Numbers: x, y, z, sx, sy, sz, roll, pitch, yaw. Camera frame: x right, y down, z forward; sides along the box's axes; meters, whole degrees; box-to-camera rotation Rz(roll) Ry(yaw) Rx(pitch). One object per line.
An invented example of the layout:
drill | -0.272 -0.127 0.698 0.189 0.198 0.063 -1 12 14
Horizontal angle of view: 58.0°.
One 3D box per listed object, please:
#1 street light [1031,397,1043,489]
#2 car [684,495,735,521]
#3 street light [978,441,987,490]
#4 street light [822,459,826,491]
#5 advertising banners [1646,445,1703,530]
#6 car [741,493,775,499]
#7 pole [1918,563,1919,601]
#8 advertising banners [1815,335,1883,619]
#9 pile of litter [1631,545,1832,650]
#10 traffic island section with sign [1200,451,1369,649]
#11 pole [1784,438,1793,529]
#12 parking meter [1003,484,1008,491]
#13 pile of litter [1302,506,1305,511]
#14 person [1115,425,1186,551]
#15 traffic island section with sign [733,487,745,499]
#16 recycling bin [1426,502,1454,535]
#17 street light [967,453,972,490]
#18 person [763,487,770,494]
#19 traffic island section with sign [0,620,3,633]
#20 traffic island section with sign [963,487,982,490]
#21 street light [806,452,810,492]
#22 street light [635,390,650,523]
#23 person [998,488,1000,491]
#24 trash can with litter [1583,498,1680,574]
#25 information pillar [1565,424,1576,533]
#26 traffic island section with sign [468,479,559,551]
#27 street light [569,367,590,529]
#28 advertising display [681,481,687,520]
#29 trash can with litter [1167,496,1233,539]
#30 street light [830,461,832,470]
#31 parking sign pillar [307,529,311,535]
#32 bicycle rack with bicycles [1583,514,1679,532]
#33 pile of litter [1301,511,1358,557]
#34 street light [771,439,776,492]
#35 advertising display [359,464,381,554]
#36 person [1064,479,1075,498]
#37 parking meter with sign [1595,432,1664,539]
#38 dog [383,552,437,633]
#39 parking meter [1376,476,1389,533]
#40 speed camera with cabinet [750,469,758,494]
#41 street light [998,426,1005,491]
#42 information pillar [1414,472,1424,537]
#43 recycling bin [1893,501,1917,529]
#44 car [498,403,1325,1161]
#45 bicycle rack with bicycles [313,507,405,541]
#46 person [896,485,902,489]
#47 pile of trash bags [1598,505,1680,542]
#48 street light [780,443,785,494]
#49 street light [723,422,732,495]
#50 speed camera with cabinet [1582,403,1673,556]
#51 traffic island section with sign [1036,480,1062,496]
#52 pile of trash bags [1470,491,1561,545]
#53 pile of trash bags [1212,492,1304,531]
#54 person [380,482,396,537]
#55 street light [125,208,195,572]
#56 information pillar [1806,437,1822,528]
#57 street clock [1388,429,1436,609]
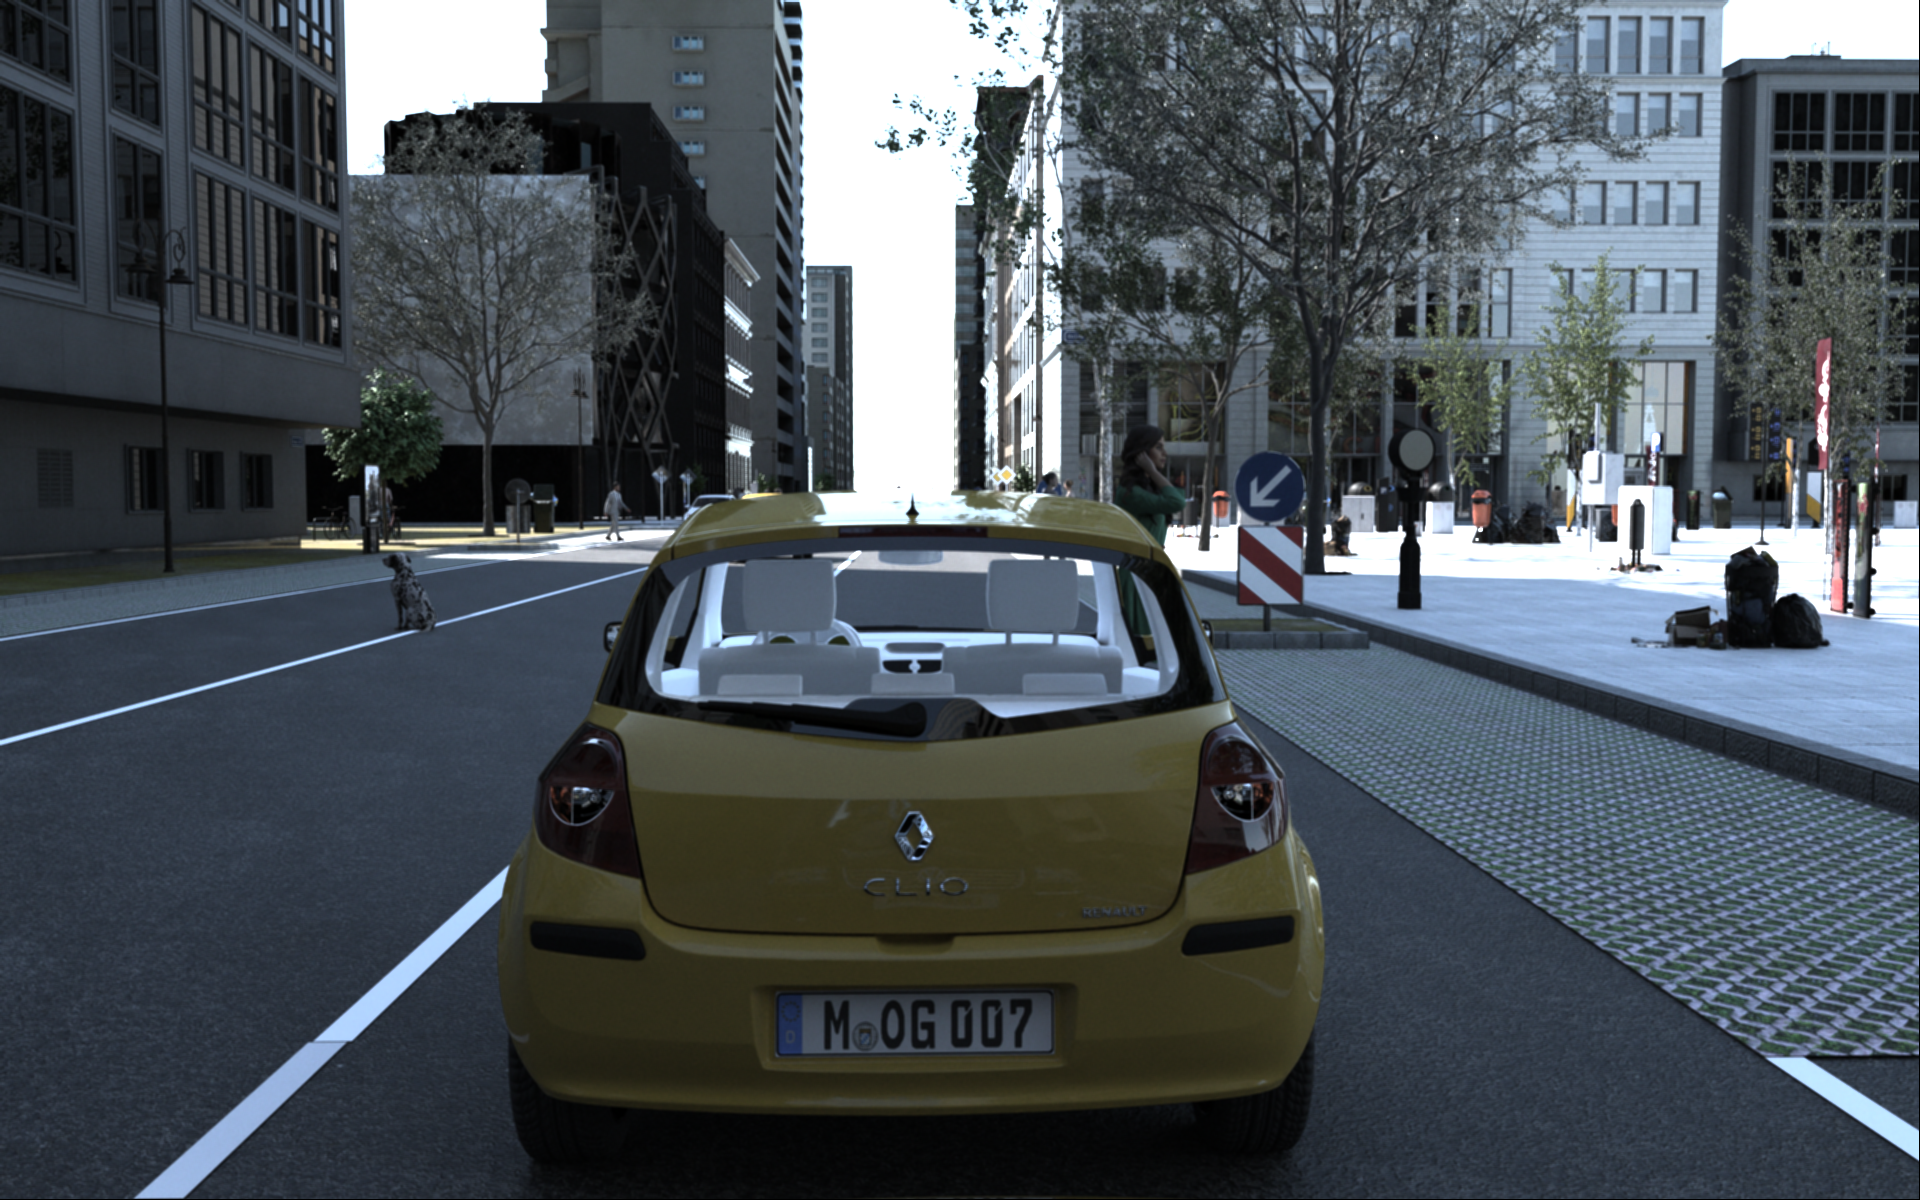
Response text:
street light | 3.679 -6.727 82.778 0.468 5.910 1.993 0 4 -1
car | -9.019 -3.162 63.702 2.014 1.417 4.499 0 4 0
street light | 1.934 -11.371 158.702 0.468 5.910 1.993 0 4 -1
street light | -17.415 -15.278 222.589 0.468 5.910 1.993 0 4 -1
advertising banners | 25.451 -4.013 61.800 2.074 3.025 0.090 3 5 45
car | -4.145 -1.675 37.603 2.015 1.641 3.980 0 4 0
pole | 11.612 -1.643 20.703 0.158 3.312 0.155 0 3 0
advertising banners | 9.504 -1.373 18.632 0.090 3.025 2.074 1 4 10
pile of litter | 6.567 -0.048 14.748 1.719 0.858 1.176 1 4 11
traffic island section with sign | 2.746 -0.501 16.824 1.989 1.847 2.006 0 4 -1
pole | 30.287 -4.247 63.277 0.158 3.312 0.155 0 3 0
parking meter | 2.654 -5.845 101.282 0.255 1.863 0.399 1 4 13
pile of litter | 13.801 -3.276 67.522 1.719 0.858 1.176 -3 5 -40
person | 0.951 -0.023 9.124 0.529 1.795 0.600 1 4 10
traffic island section with sign | -12.607 -5.523 98.922 1.989 1.847 2.006 0 4 -1
recycling bin | 15.287 -2.604 55.135 0.722 1.027 0.722 0 4 2
street light | 1.087 -13.468 192.985 0.468 5.910 1.993 0 4 -1
person | -15.152 -7.968 136.126 0.655 1.846 0.447 2 4 25
traffic island section with sign | -10.784 -0.524 17.203 1.989 1.847 2.006 0 4 -1
traffic island section with sign | 0.902 -5.605 100.266 1.989 1.847 2.006 0 4 -1
street light | -16.556 -13.161 187.969 0.468 5.910 1.993 0 4 -1
street light | -14.151 -6.387 77.210 0.468 5.910 1.993 0 4 -1
person | 2.495 -7.002 121.205 0.598 1.740 0.731 3 4 36
trash can with litter | 11.113 -1.091 28.894 1.678 1.210 2.233 2 4 31
information pillar | 20.390 -4.062 57.771 0.183 3.616 0.504 3 5 39
traffic island section with sign | -11.397 -2.188 44.403 1.989 1.847 2.006 0 4 -1
street light | -13.810 -5.518 63.001 0.468 5.910 1.993 0 4 -1
advertising display | -13.648 -4.918 85.625 0.123 1.923 0.974 0 4 -1
trash can with litter | 6.932 -2.407 50.419 1.678 1.210 2.233 -3 5 -41
street light | -17.703 -16.191 237.509 0.468 5.910 1.993 0 4 -1
parking sign pillar | -20.978 -3.997 53.824 1.447 3.967 1.447 2 4 34
bicycle rack with bicycles | 22.374 -2.726 57.960 2.925 0.926 2.852 2 4 28
pile of litter | 7.724 -1.360 36.203 1.176 0.858 1.719 1 4 13
street light | -15.718 -10.608 146.222 0.468 5.910 1.993 0 4 -1
advertising display | -12.688 -1.961 37.276 0.123 1.923 0.974 0 3 0
person | 2.568 -1.994 41.444 0.374 1.781 0.599 0 4 6
parking meter with sign | 18.957 -3.234 49.135 1.738 3.016 0.543 0 4 -5
dog | -5.750 -0.080 18.149 0.513 0.831 0.800 -1 4 -22
parking meter | 14.008 -3.163 57.418 0.399 1.863 0.255 0 4 6
speed camera with cabinet | -16.604 -8.891 139.702 0.660 3.252 2.038 0 4 -7
street light | 2.800 -8.858 117.624 0.468 5.910 1.993 0 4 -1
information pillar | 13.715 -2.902 51.946 0.304 2.012 0.304 2 4 27
recycling bin | 34.776 -3.130 63.727 0.722 1.027 0.722 2 4 25
car | -0.146 0.309 5.172 2.015 1.641 3.980 0 4 -2
bicycle rack with bicycles | -16.735 -2.158 48.668 2.852 0.926 2.925 0 4 2
person | -2.312 -3.557 67.057 0.834 1.777 0.661 2 4 24
pile of trash bags | 17.973 -2.227 46.160 1.912 1.369 3.447 2 4 34
street light | -15.759 -11.064 153.685 0.468 5.910 1.993 0 4 -1
street light | -14.958 -8.484 111.494 0.468 5.910 1.993 0 4 -1
speed camera with cabinet | 14.247 -2.608 36.975 0.660 3.252 2.038 -2 4 -24
traffic island section with sign | 2.135 -2.197 44.544 1.989 1.847 2.006 0 4 -1
pile of trash bags | 14.030 -2.127 44.521 1.912 1.369 3.447 3 5 41
pile of trash bags | 10.304 -3.076 60.042 3.447 1.369 1.912 3 4 36
person | -17.142 -2.756 51.695 0.593 1.750 0.643 -3 5 -40
street light | -13.008 -3.396 28.307 0.468 5.910 1.993 0 4 -1
information pillar | 32.185 -4.517 65.205 0.504 3.616 0.183 2 4 32
street clock | 5.023 -0.901 19.301 0.471 2.002 0.358 -1 4 -17
